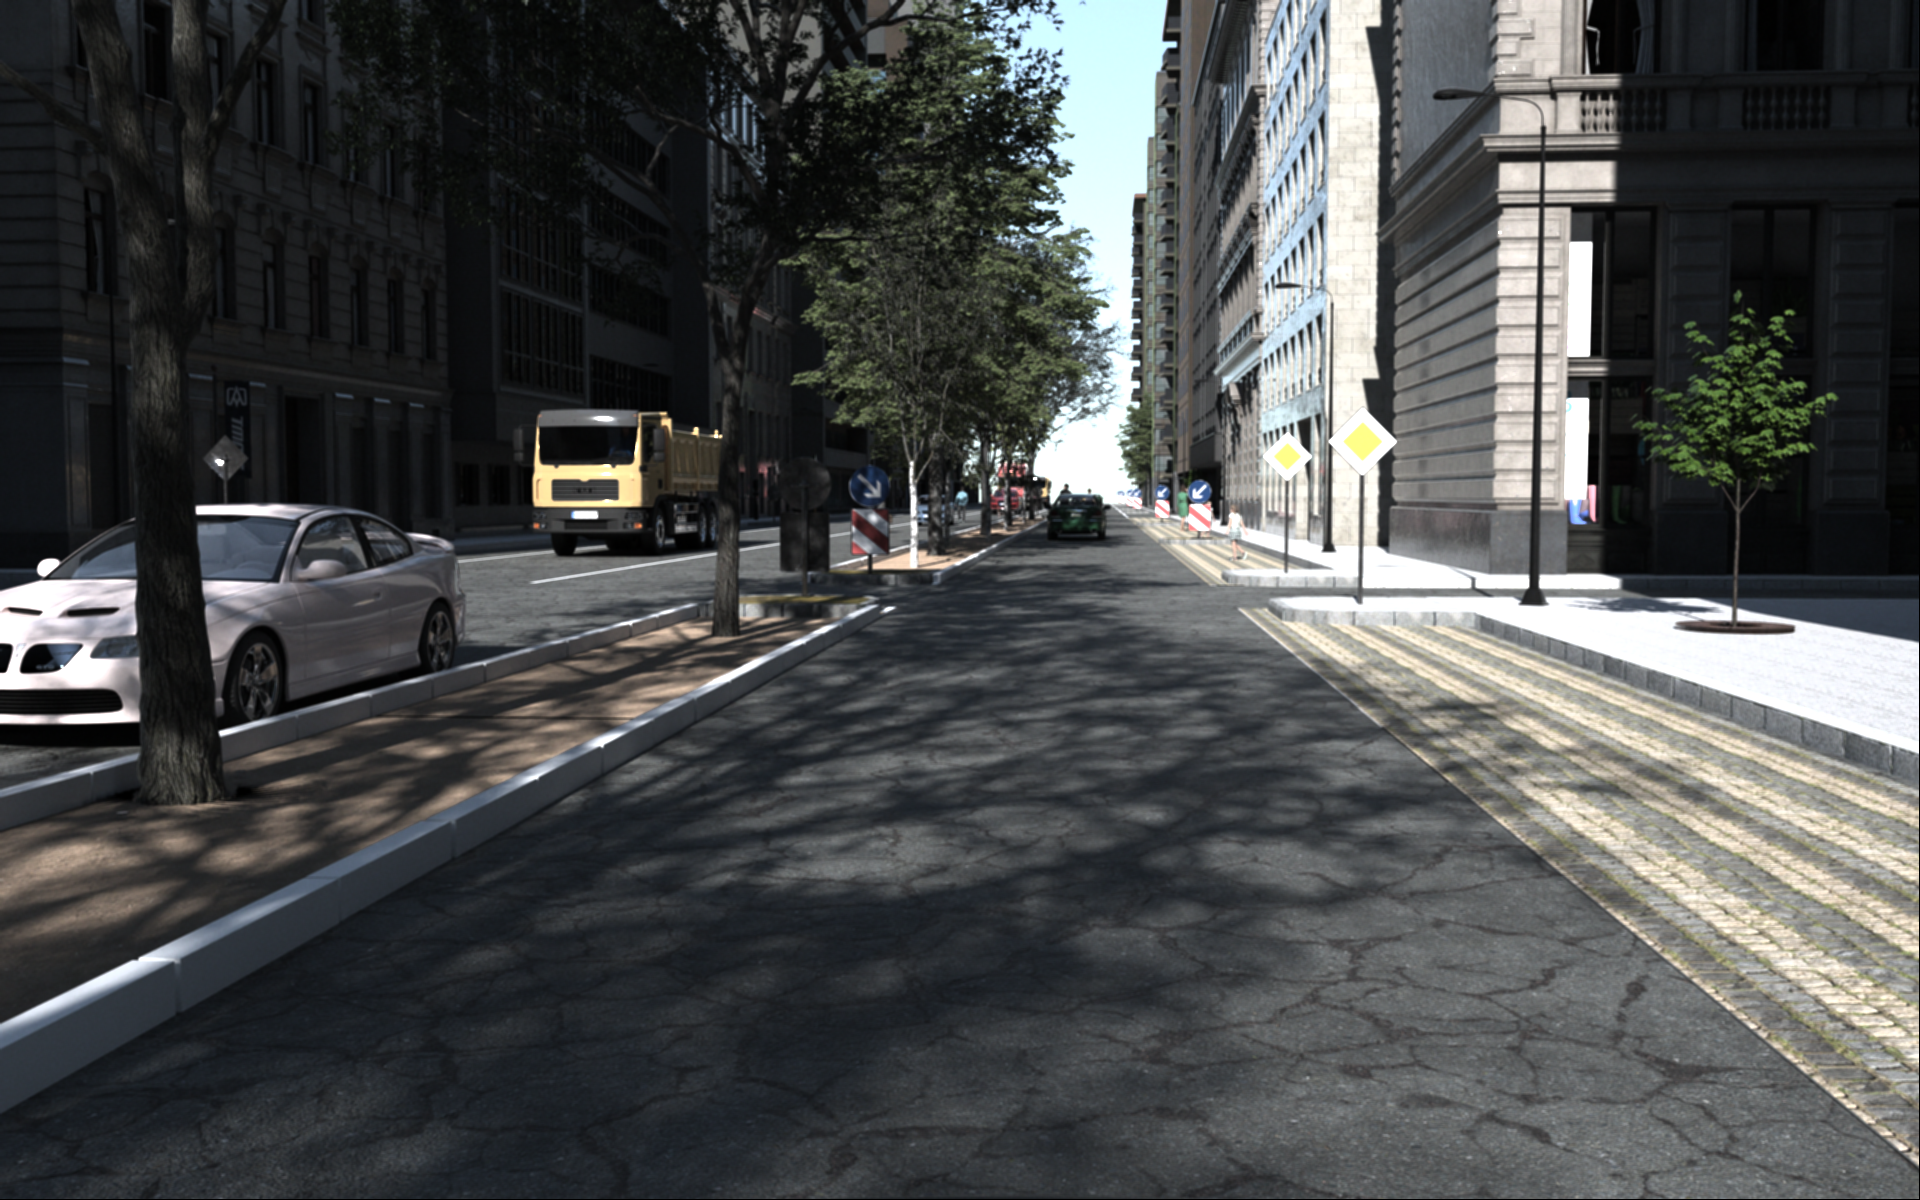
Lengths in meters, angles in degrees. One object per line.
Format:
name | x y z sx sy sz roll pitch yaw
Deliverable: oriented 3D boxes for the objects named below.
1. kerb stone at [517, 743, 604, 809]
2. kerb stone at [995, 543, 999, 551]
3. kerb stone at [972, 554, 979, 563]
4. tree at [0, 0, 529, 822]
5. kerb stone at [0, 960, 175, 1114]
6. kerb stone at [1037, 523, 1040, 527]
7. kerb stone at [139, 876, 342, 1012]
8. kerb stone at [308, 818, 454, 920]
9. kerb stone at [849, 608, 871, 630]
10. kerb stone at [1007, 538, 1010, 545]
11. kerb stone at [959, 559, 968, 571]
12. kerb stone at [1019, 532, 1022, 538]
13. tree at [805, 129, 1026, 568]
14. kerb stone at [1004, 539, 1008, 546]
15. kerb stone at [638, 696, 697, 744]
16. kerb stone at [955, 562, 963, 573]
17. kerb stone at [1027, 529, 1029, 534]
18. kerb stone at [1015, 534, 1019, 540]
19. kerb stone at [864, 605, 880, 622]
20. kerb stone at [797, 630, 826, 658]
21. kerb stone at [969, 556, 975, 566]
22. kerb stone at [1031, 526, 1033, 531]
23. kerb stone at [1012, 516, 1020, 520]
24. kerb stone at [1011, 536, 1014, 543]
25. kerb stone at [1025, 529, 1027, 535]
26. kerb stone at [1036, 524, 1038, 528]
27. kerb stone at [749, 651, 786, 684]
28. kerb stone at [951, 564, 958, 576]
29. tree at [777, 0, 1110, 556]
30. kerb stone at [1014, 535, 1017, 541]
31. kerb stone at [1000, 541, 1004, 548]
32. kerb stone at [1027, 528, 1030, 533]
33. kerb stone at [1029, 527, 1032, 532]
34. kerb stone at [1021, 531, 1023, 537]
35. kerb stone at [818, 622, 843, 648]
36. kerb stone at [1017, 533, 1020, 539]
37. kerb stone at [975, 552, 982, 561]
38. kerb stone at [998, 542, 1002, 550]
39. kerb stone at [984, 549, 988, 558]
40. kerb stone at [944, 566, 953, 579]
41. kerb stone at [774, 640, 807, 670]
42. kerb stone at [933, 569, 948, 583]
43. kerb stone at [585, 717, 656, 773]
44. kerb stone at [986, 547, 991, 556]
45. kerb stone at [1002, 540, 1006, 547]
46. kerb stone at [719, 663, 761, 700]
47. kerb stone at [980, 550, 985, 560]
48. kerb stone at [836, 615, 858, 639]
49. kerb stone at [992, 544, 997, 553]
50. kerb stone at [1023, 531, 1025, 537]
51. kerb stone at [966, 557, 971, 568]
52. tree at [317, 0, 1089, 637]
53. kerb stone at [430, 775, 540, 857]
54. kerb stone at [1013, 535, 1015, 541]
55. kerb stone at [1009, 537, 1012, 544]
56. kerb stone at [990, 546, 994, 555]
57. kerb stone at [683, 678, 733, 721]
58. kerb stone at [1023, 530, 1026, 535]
kerb stone | -1.930 0.847 8.346 0.120 0.150 1.000 0 4 5
kerb stone | 0.820 -1.244 42.599 0.120 0.150 1.000 0 4 5
kerb stone | 0.234 -0.806 35.444 0.120 0.150 1.000 0 4 5
tree | -3.739 -4.873 7.894 9.928 11.665 9.643 0 3 0
kerb stone | -2.257 1.097 4.268 0.120 0.150 1.000 0 4 5
kerb stone | 3.102 -2.995 71.228 0.120 0.150 1.000 0 4 5
kerb stone | -2.172 1.034 5.287 0.120 0.150 1.000 0 4 5
kerb stone | -2.097 0.973 6.306 0.120 0.150 1.000 0 4 5
kerb stone | -1.111 0.222 18.561 0.120 0.150 1.000 0 4 5
kerb stone | 1.218 -1.561 47.721 0.120 0.150 1.000 0 4 5
kerb stone | -0.002 -0.622 32.368 0.120 0.150 1.000 0 4 5
kerb stone | 1.788 -1.999 54.877 0.120 0.150 1.000 0 4 5
tree | -0.888 -4.910 33.098 4.360 8.622 3.978 0 3 0
kerb stone | 1.136 -1.498 46.695 0.120 0.150 1.000 0 4 5
kerb stone | -1.767 0.722 10.385 0.120 0.150 1.000 0 4 5
kerb stone | -0.084 -0.556 31.350 0.120 0.150 1.000 0 4 5
kerb stone | 2.206 -2.311 59.982 0.120 0.150 1.000 0 4 5
kerb stone | 1.630 -1.874 52.830 0.120 0.150 1.000 0 4 5
kerb stone | -1.030 0.160 19.582 0.120 0.150 1.000 0 4 5
kerb stone | -1.360 0.410 15.493 0.120 0.150 1.000 0 4 5
kerb stone | 0.157 -0.739 34.417 0.120 0.150 1.000 0 4 5
kerb stone | 2.527 -2.562 64.079 0.120 0.150 1.000 0 4 5
kerb stone | 3.206 -4.695 98.951 0.120 0.150 1.000 0 4 5
kerb stone | 1.384 -1.685 49.765 0.120 0.150 1.000 0 4 5
kerb stone | 2.125 -2.249 58.963 0.120 0.150 1.000 0 4 5
kerb stone | 2.931 -2.874 69.190 0.120 0.150 1.000 0 4 5
kerb stone | -1.524 0.535 13.447 0.120 0.150 1.000 0 4 5
kerb stone | -0.171 -0.497 30.328 0.120 0.150 1.000 0 4 5
tree | -0.484 -7.269 39.438 7.486 12.596 7.792 0 3 0
kerb stone | 1.541 -1.804 51.804 0.120 0.150 1.000 0 4 5
kerb stone | 0.975 -1.373 44.650 0.120 0.150 1.000 0 4 5
kerb stone | 2.284 -2.374 61.004 0.120 0.150 1.000 0 4 5
kerb stone | 2.449 -2.495 63.058 0.120 0.150 1.000 0 4 5
kerb stone | 1.873 -2.060 55.895 0.120 0.150 1.000 0 4 5
kerb stone | -1.273 0.348 16.511 0.120 0.150 1.000 0 4 5
kerb stone | 1.706 -1.934 53.852 0.120 0.150 1.000 0 4 5
kerb stone | 0.325 -0.873 36.473 0.120 0.150 1.000 0 4 5
kerb stone | 0.899 -1.310 43.618 0.120 0.150 1.000 0 4 5
kerb stone | 0.477 -0.995 38.512 0.120 0.150 1.000 0 4 5
kerb stone | -0.256 -0.432 29.303 0.120 0.150 1.000 0 4 5
kerb stone | -1.444 0.473 14.469 0.120 0.150 1.000 0 4 5
kerb stone | -0.335 -0.372 28.281 0.120 0.150 1.000 0 4 5
kerb stone | -1.845 0.785 9.366 0.120 0.150 1.000 0 4 5
kerb stone | 0.561 -1.060 39.530 0.120 0.150 1.000 0 4 5
kerb stone | 1.055 -1.436 45.671 0.120 0.150 1.000 0 4 5
kerb stone | -1.600 0.597 12.427 0.120 0.150 1.000 0 4 5
kerb stone | 0.400 -0.935 37.492 0.120 0.150 1.000 0 4 5
kerb stone | -1.184 0.286 17.541 0.120 0.150 1.000 0 4 5
kerb stone | 0.727 -1.185 41.576 0.120 0.150 1.000 0 4 5
kerb stone | 1.956 -2.124 56.926 0.120 0.150 1.000 0 4 5
kerb stone | 0.075 -0.685 33.387 0.120 0.150 1.000 0 4 5
tree | -2.398 -4.882 16.695 8.767 10.594 7.601 0 4 5
kerb stone | -2.006 0.909 7.327 0.120 0.150 1.000 0 4 5
kerb stone | 1.465 -1.740 50.785 0.120 0.150 1.000 0 4 5
kerb stone | 1.302 -1.623 48.739 0.120 0.150 1.000 0 4 5
kerb stone | 0.650 -1.119 40.557 0.120 0.150 1.000 0 4 5
kerb stone | -1.680 0.662 11.408 0.120 0.150 1.000 0 4 5
kerb stone | 2.036 -2.183 57.945 0.120 0.150 1.000 0 4 5
